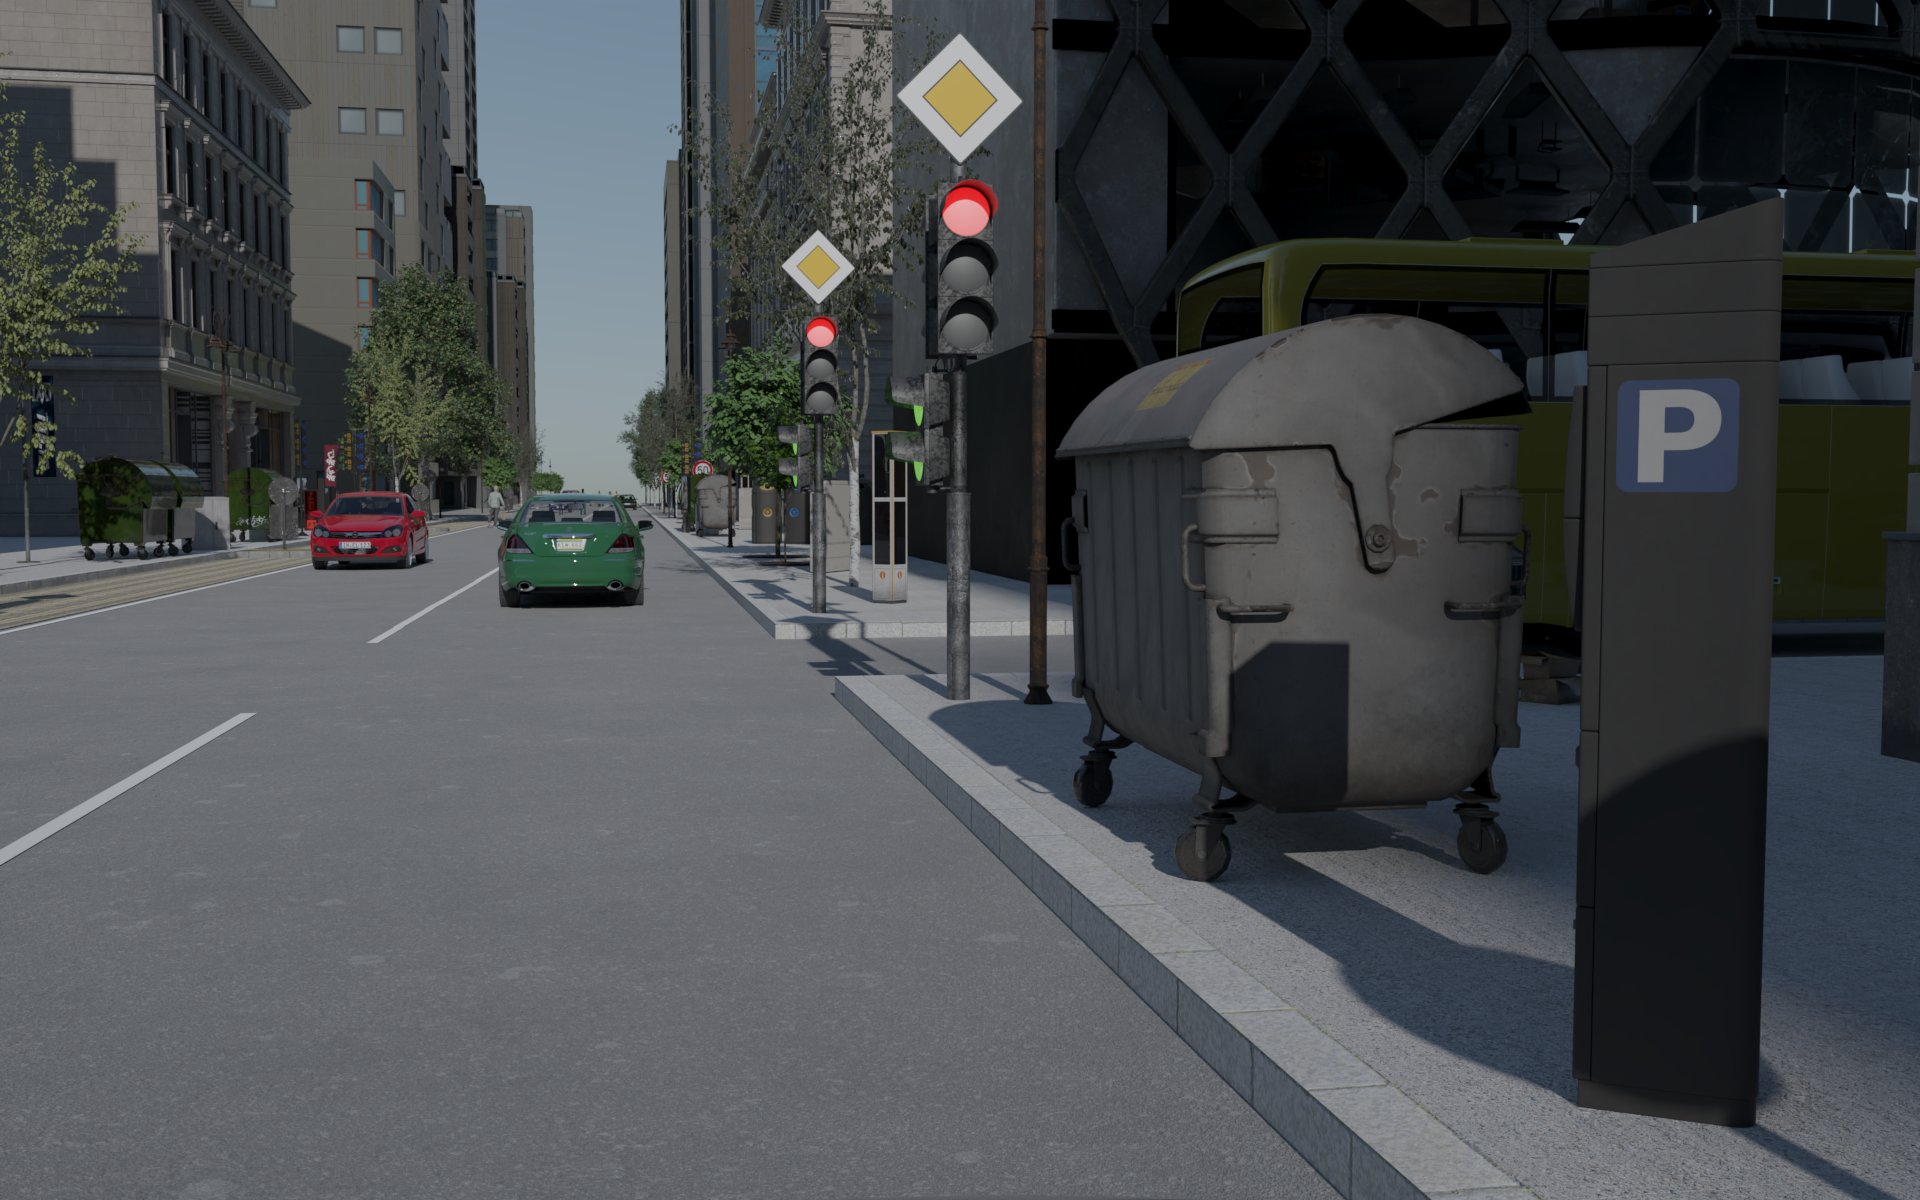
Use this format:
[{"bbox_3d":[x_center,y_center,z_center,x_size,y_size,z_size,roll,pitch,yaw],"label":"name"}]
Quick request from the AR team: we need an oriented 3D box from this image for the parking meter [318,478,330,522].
[{"bbox_3d":[-23.351,-3.540,63.586,0.255,1.863,0.399,1,4,12],"label":"parking meter"}]

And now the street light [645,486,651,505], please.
[{"bbox_3d":[-40.353,-15.283,222.657,0.468,5.910,1.993,-1,4,-11],"label":"street light"}]

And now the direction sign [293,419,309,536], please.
[{"bbox_3d":[-20.051,-3.712,52.693,0.379,3.537,0.876,0,4,1],"label":"direction sign"}]

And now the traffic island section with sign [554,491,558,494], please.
[{"bbox_3d":[-45.435,-11.445,195.757,1.989,1.847,2.006,-1,4,-11],"label":"traffic island section with sign"}]

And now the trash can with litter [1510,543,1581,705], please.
[{"bbox_3d":[3.514,0.027,10.945,0.624,1.170,1.055,-3,5,-44],"label":"trash can with litter"}]

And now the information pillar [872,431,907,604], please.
[{"bbox_3d":[-0.823,-0.968,20.321,0.304,2.012,0.304,2,4,35],"label":"information pillar"}]

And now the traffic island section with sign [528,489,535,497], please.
[{"bbox_3d":[-35.012,-8.129,141.530,1.989,1.847,2.006,-1,4,-11],"label":"traffic island section with sign"}]

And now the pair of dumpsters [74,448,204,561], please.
[{"bbox_3d":[-16.725,-2.007,35.316,1.574,2.255,4.437,-1,4,-11],"label":"pair of dumpsters"}]

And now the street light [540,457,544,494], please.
[{"bbox_3d":[-48.194,-13.866,199.498,0.468,5.910,1.993,-1,4,-11],"label":"street light"}]

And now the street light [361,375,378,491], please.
[{"bbox_3d":[-22.925,-5.782,67.329,0.468,5.910,1.993,-1,4,-11],"label":"street light"}]

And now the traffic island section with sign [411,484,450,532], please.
[{"bbox_3d":[-20.486,-3.498,65.824,1.989,1.847,2.006,-1,4,-11],"label":"traffic island section with sign"}]

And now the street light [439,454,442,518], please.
[{"bbox_3d":[-27.582,-7.277,91.762,0.468,5.910,1.993,-1,4,-11],"label":"street light"}]

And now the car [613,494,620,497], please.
[{"bbox_3d":[-37.112,-10.885,188.196,2.015,1.641,3.980,-1,4,-11],"label":"car"}]

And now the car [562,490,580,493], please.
[{"bbox_3d":[-34.403,-8.839,153.188,2.281,1.827,5.304,-1,4,-12],"label":"car"}]

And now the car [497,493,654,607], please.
[{"bbox_3d":[-5.225,-0.716,23.502,2.131,1.459,4.920,-1,4,-11],"label":"car"}]

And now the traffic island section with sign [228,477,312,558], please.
[{"bbox_3d":[-15.397,-1.879,39.351,1.989,1.847,2.006,-1,4,-11],"label":"traffic island section with sign"}]

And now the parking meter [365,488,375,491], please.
[{"bbox_3d":[-23.767,-3.753,69.766,0.372,1.533,0.369,0,3,0],"label":"parking meter"}]

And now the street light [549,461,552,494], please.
[{"bbox_3d":[-53.303,-15.449,225.375,0.468,5.910,1.993,-1,4,-11],"label":"street light"}]

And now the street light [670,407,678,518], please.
[{"bbox_3d":[-15.187,-7.298,92.108,0.468,5.910,1.993,-1,4,-11],"label":"street light"}]

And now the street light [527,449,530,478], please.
[{"bbox_3d":[-43.396,-12.326,174.325,0.468,5.910,1.993,-1,4,-11],"label":"street light"}]

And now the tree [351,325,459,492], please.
[{"bbox_3d":[-24.597,-7.698,76.217,4.737,8.622,4.395,0,3,0],"label":"tree"}]

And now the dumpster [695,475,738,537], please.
[{"bbox_3d":[-7.330,-2.842,52.220,1.264,1.857,1.865,-1,4,-11],"label":"dumpster"}]

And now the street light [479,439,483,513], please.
[{"bbox_3d":[-32.293,-8.814,116.900,0.468,5.910,1.993,-1,4,-11],"label":"street light"}]

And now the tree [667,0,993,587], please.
[{"bbox_3d":[-1.701,-4.489,23.759,4.360,8.622,3.978,0,3,0],"label":"tree"}]

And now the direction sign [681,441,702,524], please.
[{"bbox_3d":[-11.374,-4.980,73.421,0.876,3.537,0.379,-2,4,-24],"label":"direction sign"}]

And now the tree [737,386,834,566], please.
[{"bbox_3d":[-3.266,-2.235,31.149,1.663,3.219,1.824,0,3,0],"label":"tree"}]

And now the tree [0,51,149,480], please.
[{"bbox_3d":[-15.878,-4.763,28.242,4.737,8.622,4.395,0,3,0],"label":"tree"}]

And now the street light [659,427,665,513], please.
[{"bbox_3d":[-20.020,-8.820,116.992,0.468,5.910,1.993,-1,4,-11],"label":"street light"}]

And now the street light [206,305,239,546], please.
[{"bbox_3d":[-18.011,-4.260,42.435,0.468,5.910,1.993,-1,4,-11],"label":"street light"}]

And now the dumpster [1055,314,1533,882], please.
[{"bbox_3d":[1.177,-0.043,6.457,1.264,1.857,1.865,-1,4,-11],"label":"dumpster"}]

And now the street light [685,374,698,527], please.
[{"bbox_3d":[-10.370,-5.763,67.020,0.468,5.910,1.993,-1,4,-11],"label":"street light"}]

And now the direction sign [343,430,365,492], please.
[{"bbox_3d":[-21.396,-4.234,61.225,0.876,3.537,0.379,1,4,21],"label":"direction sign"}]

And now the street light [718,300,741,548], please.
[{"bbox_3d":[-5.510,-4.196,41.386,0.468,5.910,1.993,-1,4,-11],"label":"street light"}]

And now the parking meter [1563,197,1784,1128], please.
[{"bbox_3d":[1.474,0.128,3.622,0.399,1.863,0.255,2,4,23],"label":"parking meter"}]

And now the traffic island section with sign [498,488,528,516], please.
[{"bbox_3d":[-29.934,-6.509,115.056,1.989,1.847,2.006,-1,4,-11],"label":"traffic island section with sign"}]

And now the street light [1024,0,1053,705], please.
[{"bbox_3d":[0.479,-2.303,10.443,0.468,5.910,1.993,-1,4,-11],"label":"street light"}]

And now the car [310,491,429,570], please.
[{"bbox_3d":[-11.650,-1.546,34.312,2.155,1.783,4.494,-1,4,-11],"label":"car"}]

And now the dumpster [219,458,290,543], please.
[{"bbox_3d":[-18.850,-2.681,46.327,1.502,2.255,1.985,-1,4,-11],"label":"dumpster"}]

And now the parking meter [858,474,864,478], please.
[{"bbox_3d":[-2.950,-2.693,49.746,0.255,1.863,0.399,3,4,36],"label":"parking meter"}]

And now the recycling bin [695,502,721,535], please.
[{"bbox_3d":[-7.852,-2.539,54.060,0.722,1.027,0.722,0,4,-1],"label":"recycling bin"}]

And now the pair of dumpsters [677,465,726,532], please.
[{"bbox_3d":[-8.997,-3.535,60.293,1.574,2.255,4.437,-1,4,-11],"label":"pair of dumpsters"}]

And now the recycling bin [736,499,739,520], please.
[{"bbox_3d":[-11.123,-4.447,85.264,0.722,1.027,0.722,-3,5,-39],"label":"recycling bin"}]

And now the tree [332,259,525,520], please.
[{"bbox_3d":[-26.155,-10.262,84.791,9.611,12.733,9.660,0,3,0],"label":"tree"}]

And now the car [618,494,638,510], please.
[{"bbox_3d":[-29.749,-8.850,154.481,2.009,1.686,4.222,-1,4,-13],"label":"car"}]

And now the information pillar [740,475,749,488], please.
[{"bbox_3d":[-8.451,-3.883,67.987,0.304,2.012,0.304,-1,4,-15],"label":"information pillar"}]
